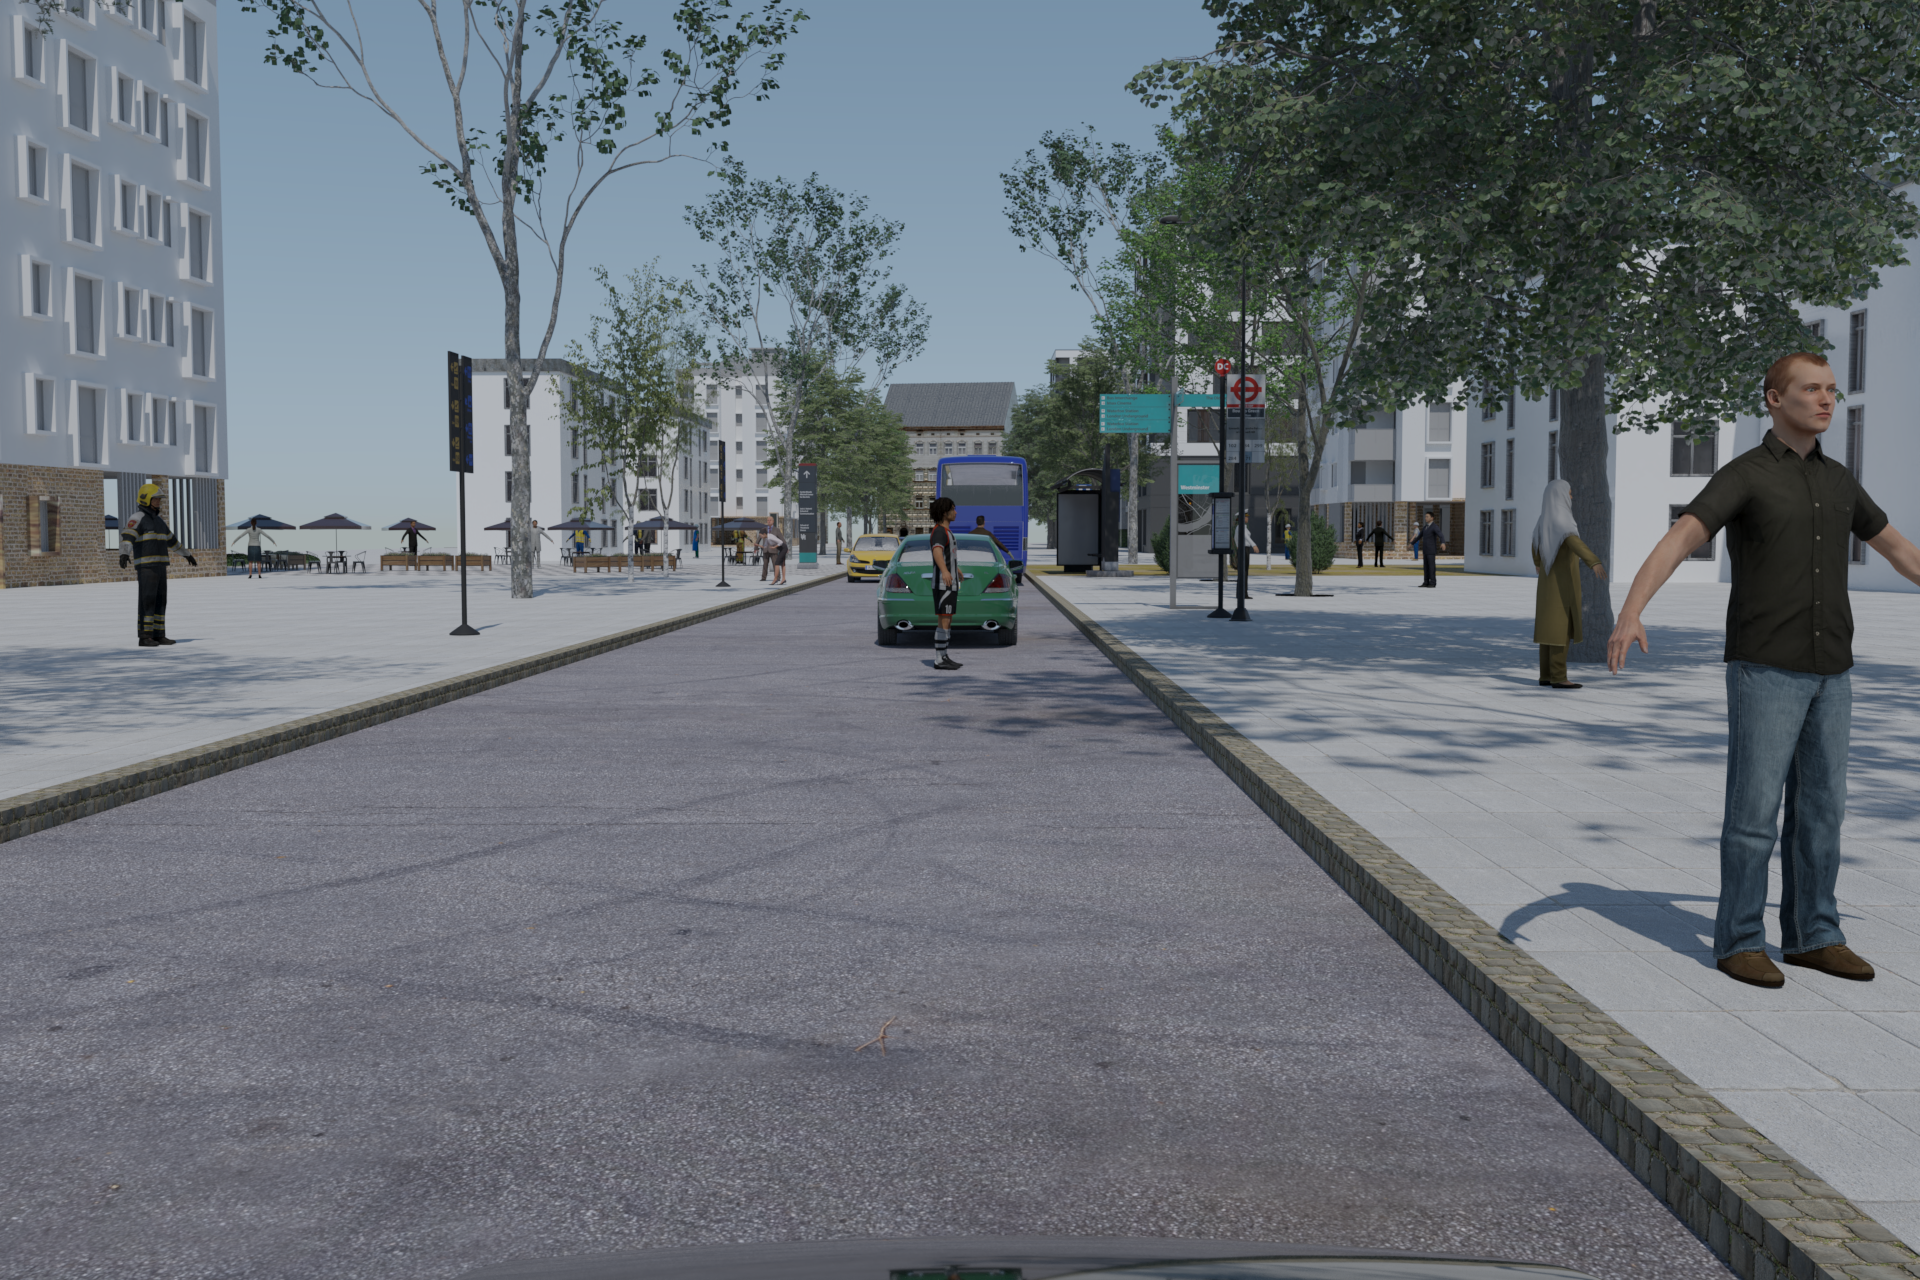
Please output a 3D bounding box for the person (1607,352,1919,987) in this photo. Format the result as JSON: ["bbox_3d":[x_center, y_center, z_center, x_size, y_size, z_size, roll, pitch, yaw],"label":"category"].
[{"bbox_3d":[2.416,0.074,5.004,1.348,1.803,0.705,-1,4,-15],"label":"person"}]

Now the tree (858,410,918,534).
[{"bbox_3d":[-7.205,-14.676,158.071,7.486,12.596,7.792,0,3,0],"label":"tree"}]

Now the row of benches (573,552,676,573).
[{"bbox_3d":[-11.246,-2.639,58.606,1.422,0.672,4.104,3,5,39],"label":"row of benches"}]

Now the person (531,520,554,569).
[{"bbox_3d":[-15.672,-3.531,63.917,1.347,1.806,0.705,-1,4,-16],"label":"person"}]

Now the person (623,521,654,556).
[{"bbox_3d":[-13.699,-4.163,73.848,1.354,1.856,0.705,-2,4,-23],"label":"person"}]

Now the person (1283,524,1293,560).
[{"bbox_3d":[16.317,-4.850,85.761,0.721,1.772,1.216,-1,4,-22],"label":"person"}]

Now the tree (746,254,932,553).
[{"bbox_3d":[-9.117,-16.091,118.973,12.611,20.169,13.585,0,3,0],"label":"tree"}]

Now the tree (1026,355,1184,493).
[{"bbox_3d":[7.495,-9.496,89.668,8.767,10.594,7.601,0,4,8],"label":"tree"}]

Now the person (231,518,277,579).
[{"bbox_3d":[-20.360,-2.638,49.962,1.217,1.735,0.721,-2,4,-25],"label":"person"}]

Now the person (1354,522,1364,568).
[{"bbox_3d":[15.004,-3.582,65.289,0.721,1.740,1.216,0,4,3],"label":"person"}]

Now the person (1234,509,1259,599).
[{"bbox_3d":[5.672,-1.699,34.246,0.721,1.778,1.216,0,4,-7],"label":"person"}]

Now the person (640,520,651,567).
[{"bbox_3d":[-12.211,-3.749,67.431,0.705,1.813,1.348,0,4,2],"label":"person"}]

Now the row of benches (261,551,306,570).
[{"bbox_3d":[-24.744,-2.919,63.195,1.422,0.672,4.104,-3,4,-36],"label":"row of benches"}]

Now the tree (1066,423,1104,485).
[{"bbox_3d":[7.853,-9.847,111.363,4.360,8.622,3.978,0,3,0],"label":"tree"}]

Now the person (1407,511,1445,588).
[{"bbox_3d":[11.189,-2.160,41.366,0.704,1.823,1.345,-2,4,-23],"label":"person"}]

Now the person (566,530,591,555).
[{"bbox_3d":[-16.875,-4.334,76.827,1.349,1.833,0.705,2,4,25],"label":"person"}]

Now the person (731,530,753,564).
[{"bbox_3d":[-9.405,-4.189,74.250,1.354,1.858,0.705,3,5,43],"label":"person"}]

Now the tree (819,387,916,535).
[{"bbox_3d":[-7.236,-13.189,133.759,7.486,12.596,7.792,0,3,0],"label":"tree"}]

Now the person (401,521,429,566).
[{"bbox_3d":[-21.829,-3.852,69.200,0.704,1.802,1.346,2,4,32],"label":"person"}]

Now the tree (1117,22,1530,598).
[{"bbox_3d":[7.235,-6.700,35.302,9.928,11.665,9.643,0,3,0],"label":"tree"}]

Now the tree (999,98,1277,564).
[{"bbox_3d":[8.887,-13.308,73.471,12.611,20.169,13.585,0,3,0],"label":"tree"}]

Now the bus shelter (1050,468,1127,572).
[{"bbox_3d":[4.055,-3.782,55.752,2.014,3.302,5.546,0,4,-1],"label":"bus shelter"}]

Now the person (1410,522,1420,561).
[{"bbox_3d":[21.851,-4.724,83.098,0.705,1.847,1.347,2,4,25],"label":"person"}]

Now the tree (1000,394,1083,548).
[{"bbox_3d":[8.515,-15.299,156.800,9.857,13.997,8.962,0,3,0],"label":"tree"}]

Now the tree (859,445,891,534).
[{"bbox_3d":[-7.029,-11.679,141.319,4.360,8.622,3.978,0,3,0],"label":"tree"}]

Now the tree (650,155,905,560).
[{"bbox_3d":[-9.225,-14.132,86.955,12.611,20.169,13.585,0,3,0],"label":"tree"}]

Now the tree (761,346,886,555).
[{"bbox_3d":[-8.400,-11.454,105.396,7.486,12.596,7.792,0,3,0],"label":"tree"}]

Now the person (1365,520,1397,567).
[{"bbox_3d":[16.147,-3.697,66.633,1.347,1.806,0.705,3,5,44],"label":"person"}]

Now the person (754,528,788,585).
[{"bbox_3d":[-4.702,-2.092,43.438,0.628,1.438,0.799,2,4,32],"label":"person"}]

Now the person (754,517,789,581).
[{"bbox_3d":[-5.140,-2.475,47.067,0.990,1.755,0.434,1,4,12],"label":"person"}]

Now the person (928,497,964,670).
[{"bbox_3d":[-0.135,-0.598,18.372,0.704,1.843,1.345,0,4,5],"label":"person"}]

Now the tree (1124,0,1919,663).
[{"bbox_3d":[6.291,-6.751,17.041,9.857,13.997,8.962,0,3,0],"label":"tree"}]

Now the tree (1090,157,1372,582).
[{"bbox_3d":[7.204,-7.374,46.320,9.928,11.665,9.643,0,3,0],"label":"tree"}]

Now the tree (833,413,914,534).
[{"bbox_3d":[-7.809,-13.580,147.793,9.928,11.665,9.643,0,3,0],"label":"tree"}]

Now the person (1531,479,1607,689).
[{"bbox_3d":[5.075,-0.471,14.477,0.721,1.736,1.217,0,4,-5],"label":"person"}]

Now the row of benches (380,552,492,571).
[{"bbox_3d":[-18.321,-2.741,60.284,4.104,0.672,1.422,1,4,13],"label":"row of benches"}]

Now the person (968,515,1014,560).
[{"bbox_3d":[0.428,-1.613,34.962,1.346,1.812,0.704,1,4,19],"label":"person"}]

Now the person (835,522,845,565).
[{"bbox_3d":[-5.034,-4.046,72.419,0.705,1.796,1.348,0,4,6],"label":"person"}]

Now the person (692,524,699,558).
[{"bbox_3d":[-14.015,-5.243,91.856,0.704,1.817,1.347,-1,4,-18],"label":"person"}]

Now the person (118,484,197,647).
[{"bbox_3d":[-9.231,-0.860,19.830,0.704,1.858,1.351,1,4,9],"label":"person"}]
